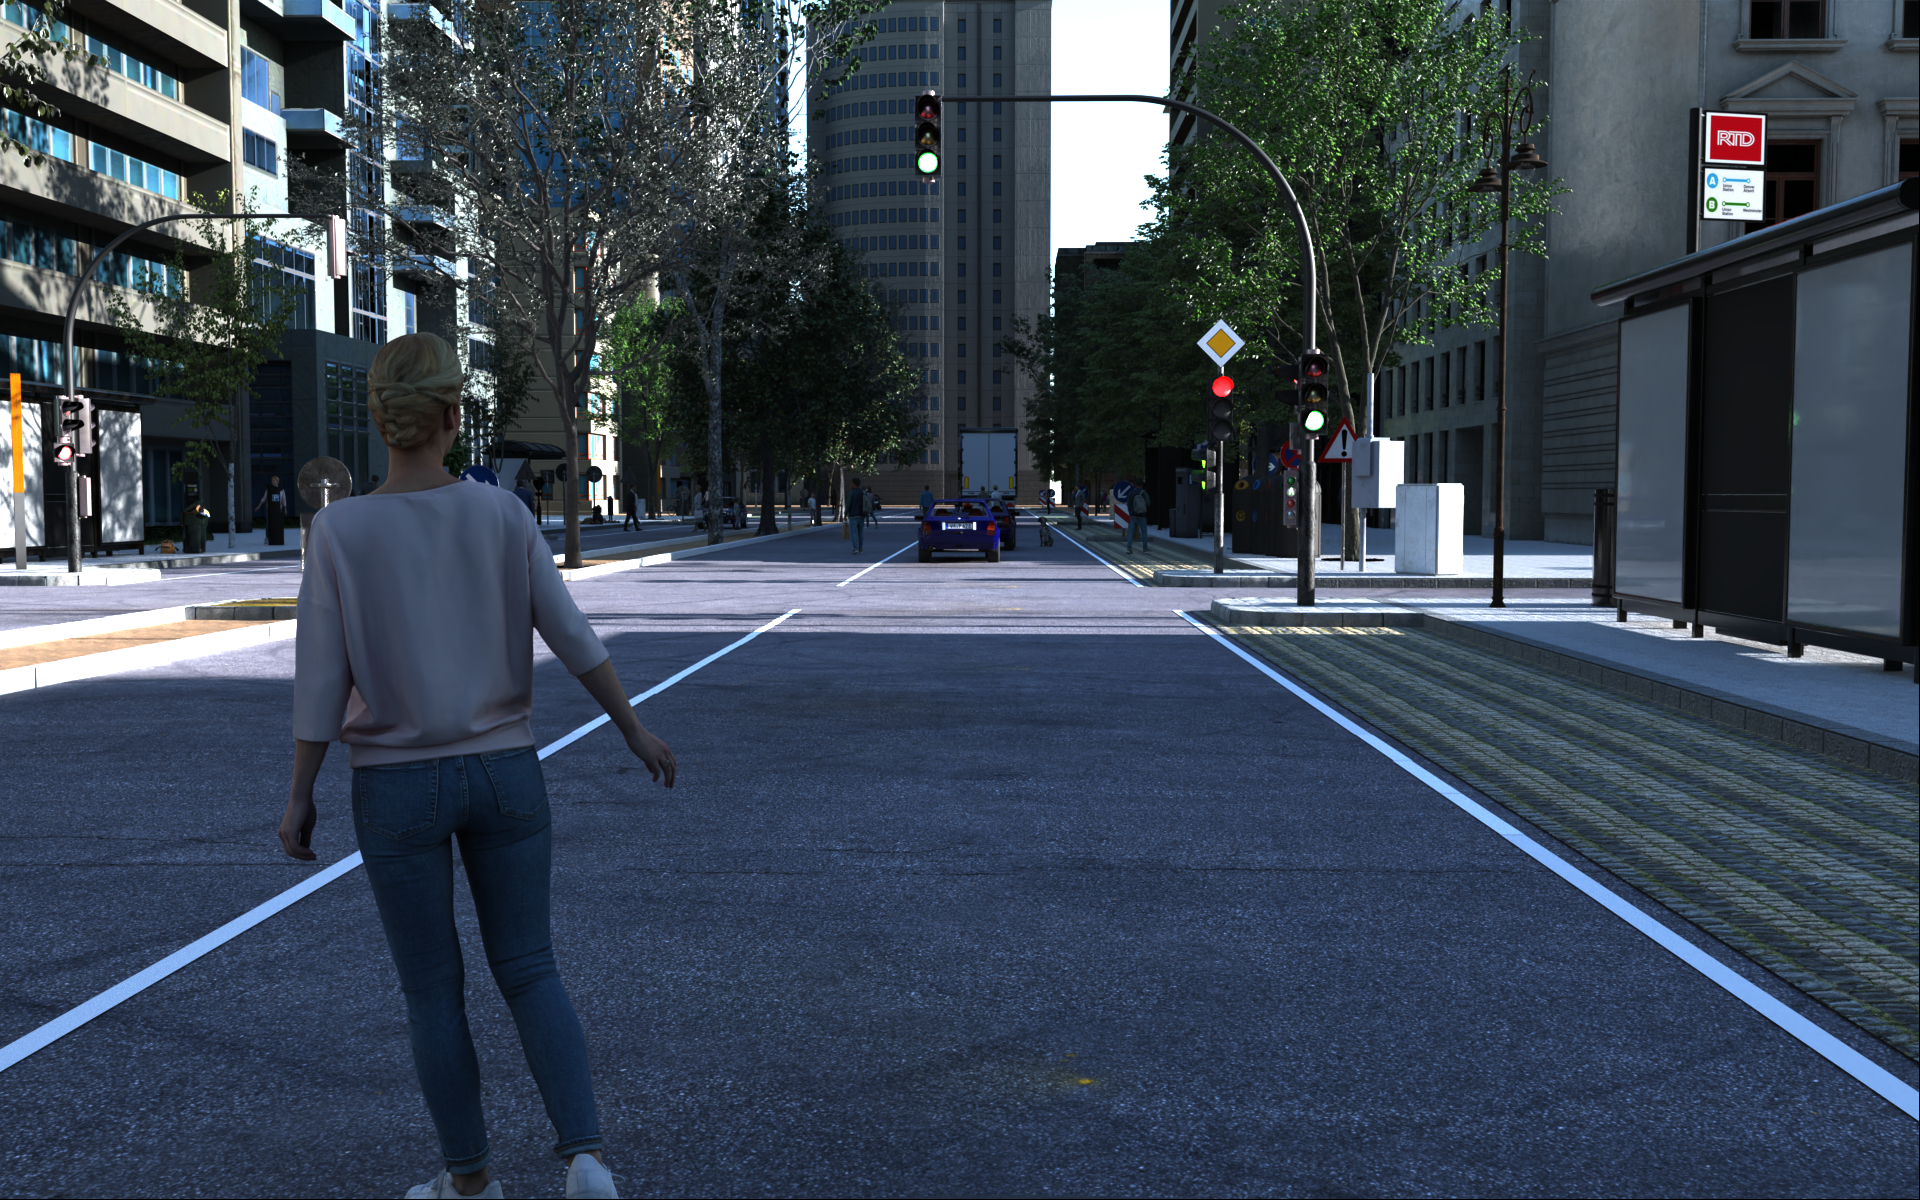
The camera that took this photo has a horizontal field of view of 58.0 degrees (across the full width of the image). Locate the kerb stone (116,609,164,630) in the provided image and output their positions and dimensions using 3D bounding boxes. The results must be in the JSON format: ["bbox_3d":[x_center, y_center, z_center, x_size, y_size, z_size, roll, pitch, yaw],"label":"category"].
[{"bbox_3d":[-8.852,0.225,18.532,0.120,0.150,1.000,0,4,1],"label":"kerb stone"}]

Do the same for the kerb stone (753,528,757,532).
[{"bbox_3d":[-7.738,-2.565,64.140,0.120,0.150,1.000,0,4,1],"label":"kerb stone"}]

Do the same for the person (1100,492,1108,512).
[{"bbox_3d":[10.283,-6.998,123.677,0.599,1.433,0.991,-2,4,-35],"label":"person"}]

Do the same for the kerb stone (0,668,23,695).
[{"bbox_3d":[-6.903,0.606,12.288,0.120,0.150,1.000,0,4,1],"label":"kerb stone"}]

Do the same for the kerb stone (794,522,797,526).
[{"bbox_3d":[-7.434,-3.316,76.417,0.120,0.150,1.000,0,4,1],"label":"kerb stone"}]

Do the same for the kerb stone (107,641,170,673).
[{"bbox_3d":[-6.860,0.481,14.332,0.120,0.150,1.000,0,4,1],"label":"kerb stone"}]

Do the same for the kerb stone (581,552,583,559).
[{"bbox_3d":[-8.394,-0.932,37.524,0.120,0.150,1.000,0,4,1],"label":"kerb stone"}]

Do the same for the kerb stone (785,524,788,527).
[{"bbox_3d":[-7.518,-3.129,73.347,0.120,0.150,1.000,0,4,1],"label":"kerb stone"}]

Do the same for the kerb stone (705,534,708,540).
[{"bbox_3d":[-7.986,-1.939,53.897,0.120,0.150,1.000,0,4,1],"label":"kerb stone"}]

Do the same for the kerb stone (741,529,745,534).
[{"bbox_3d":[-7.819,-2.376,61.069,0.120,0.150,1.000,0,4,1],"label":"kerb stone"}]

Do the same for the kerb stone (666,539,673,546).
[{"bbox_3d":[-8.138,-1.564,47.759,0.120,0.150,1.000,0,4,1],"label":"kerb stone"}]

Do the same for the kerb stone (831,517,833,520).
[{"bbox_3d":[-7.036,-4.319,92.815,0.120,0.150,1.000,0,4,1],"label":"kerb stone"}]

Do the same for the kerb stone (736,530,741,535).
[{"bbox_3d":[-7.831,-2.308,60.047,0.120,0.150,1.000,0,4,1],"label":"kerb stone"}]

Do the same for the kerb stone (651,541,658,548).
[{"bbox_3d":[-8.190,-1.438,45.715,0.120,0.150,1.000,0,4,1],"label":"kerb stone"}]

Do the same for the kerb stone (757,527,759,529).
[{"bbox_3d":[-7.711,-2.628,65.162,0.120,0.150,1.000,0,4,1],"label":"kerb stone"}]

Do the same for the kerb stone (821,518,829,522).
[{"bbox_3d":[-7.083,-4.194,90.768,0.120,0.150,1.000,0,4,1],"label":"kerb stone"}]

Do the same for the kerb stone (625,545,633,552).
[{"bbox_3d":[-8.271,-1.250,42.639,0.120,0.150,1.000,0,4,1],"label":"kerb stone"}]

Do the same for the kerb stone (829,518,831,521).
[{"bbox_3d":[-7.064,-4.255,91.790,0.120,0.150,1.000,0,4,1],"label":"kerb stone"}]

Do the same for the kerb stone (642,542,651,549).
[{"bbox_3d":[-8.212,-1.376,44.693,0.120,0.150,1.000,0,4,1],"label":"kerb stone"}]

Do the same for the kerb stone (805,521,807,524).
[{"bbox_3d":[-7.332,-3.566,80.532,0.120,0.150,1.000,0,4,1],"label":"kerb stone"}]

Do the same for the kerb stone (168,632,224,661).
[{"bbox_3d":[-6.832,0.418,15.353,0.120,0.150,1.000,0,4,1],"label":"kerb stone"}]

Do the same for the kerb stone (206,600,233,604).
[{"bbox_3d":[-8.806,0.102,20.575,0.120,0.150,1.000,0,4,1],"label":"kerb stone"}]

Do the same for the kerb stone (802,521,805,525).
[{"bbox_3d":[-7.356,-3.504,79.510,0.120,0.150,1.000,0,4,1],"label":"kerb stone"}]

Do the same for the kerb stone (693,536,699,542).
[{"bbox_3d":[-8.036,-1.814,51.851,0.120,0.150,1.000,0,4,1],"label":"kerb stone"}]

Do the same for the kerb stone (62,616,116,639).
[{"bbox_3d":[-8.877,0.295,17.511,0.120,0.150,1.000,0,4,1],"label":"kerb stone"}]

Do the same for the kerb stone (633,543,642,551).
[{"bbox_3d":[-8.237,-1.313,43.671,0.120,0.150,1.000,0,4,1],"label":"kerb stone"}]

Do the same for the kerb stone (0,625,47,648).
[{"bbox_3d":[-8.907,0.354,16.489,0.120,0.150,1.000,0,4,1],"label":"kerb stone"}]

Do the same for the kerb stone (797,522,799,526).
[{"bbox_3d":[-7.414,-3.379,77.446,0.120,0.150,1.000,0,4,1],"label":"kerb stone"}]

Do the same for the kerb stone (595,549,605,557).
[{"bbox_3d":[-8.339,-1.062,39.567,0.120,0.150,1.000,0,4,1],"label":"kerb stone"}]

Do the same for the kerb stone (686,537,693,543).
[{"bbox_3d":[-8.055,-1.751,50.829,0.120,0.150,1.000,0,4,1],"label":"kerb stone"}]

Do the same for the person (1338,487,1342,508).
[{"bbox_3d":[12.045,-2.898,53.611,0.721,1.800,0.419,-1,4,-9],"label":"person"}]

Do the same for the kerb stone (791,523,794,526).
[{"bbox_3d":[-7.464,-3.250,75.396,0.120,0.150,1.000,0,4,1],"label":"kerb stone"}]

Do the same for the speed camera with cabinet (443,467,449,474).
[{"bbox_3d":[-16.168,-3.686,54.607,2.038,3.252,0.660,3,5,44],"label":"speed camera with cabinet"}]

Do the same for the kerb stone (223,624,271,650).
[{"bbox_3d":[-6.809,0.356,16.380,0.120,0.150,1.000,0,4,1],"label":"kerb stone"}]

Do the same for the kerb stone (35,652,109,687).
[{"bbox_3d":[-6.878,0.543,13.310,0.120,0.150,1.000,0,4,1],"label":"kerb stone"}]

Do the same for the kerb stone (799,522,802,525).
[{"bbox_3d":[-7.388,-3.442,78.472,0.120,0.150,1.000,0,4,1],"label":"kerb stone"}]

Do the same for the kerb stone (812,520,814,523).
[{"bbox_3d":[-7.266,-3.756,83.599,0.120,0.150,1.000,0,4,1],"label":"kerb stone"}]

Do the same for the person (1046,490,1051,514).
[{"bbox_3d":[6.163,-6.896,121.936,0.721,1.739,1.217,1,4,9],"label":"person"}]

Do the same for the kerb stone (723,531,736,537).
[{"bbox_3d":[-7.860,-2.252,59.020,0.120,0.150,1.000,0,4,1],"label":"kerb stone"}]

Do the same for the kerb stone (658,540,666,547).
[{"bbox_3d":[-8.163,-1.498,46.737,0.120,0.150,1.000,0,4,1],"label":"kerb stone"}]

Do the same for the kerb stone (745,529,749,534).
[{"bbox_3d":[-7.790,-2.440,62.090,0.120,0.150,1.000,0,4,1],"label":"kerb stone"}]

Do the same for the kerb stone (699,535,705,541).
[{"bbox_3d":[-8.018,-1.874,52.876,0.120,0.150,1.000,0,4,1],"label":"kerb stone"}]

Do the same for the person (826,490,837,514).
[{"bbox_3d":[-8.960,-6.960,123.017,1.217,1.735,0.721,-2,4,-33],"label":"person"}]

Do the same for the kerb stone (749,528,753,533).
[{"bbox_3d":[-7.762,-2.503,63.113,0.120,0.150,1.000,0,4,1],"label":"kerb stone"}]

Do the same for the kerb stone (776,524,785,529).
[{"bbox_3d":[-7.535,-3.065,72.325,0.120,0.150,1.000,0,4,1],"label":"kerb stone"}]

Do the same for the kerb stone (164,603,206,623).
[{"bbox_3d":[-8.830,0.162,19.554,0.120,0.150,1.000,0,4,1],"label":"kerb stone"}]

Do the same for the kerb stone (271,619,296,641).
[{"bbox_3d":[-6.776,0.295,17.410,0.120,0.150,1.000,0,4,1],"label":"kerb stone"}]

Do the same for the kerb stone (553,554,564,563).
[{"bbox_3d":[-8.414,-0.874,36.495,0.120,0.150,1.000,0,4,1],"label":"kerb stone"}]

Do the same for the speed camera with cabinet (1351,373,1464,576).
[{"bbox_3d":[7.210,-2.055,27.940,0.660,3.252,2.038,-2,4,-28],"label":"speed camera with cabinet"}]

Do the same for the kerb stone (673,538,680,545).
[{"bbox_3d":[-8.120,-1.626,48.781,0.120,0.150,1.000,0,4,1],"label":"kerb stone"}]

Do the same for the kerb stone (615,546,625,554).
[{"bbox_3d":[-8.290,-1.184,41.617,0.120,0.150,1.000,0,4,1],"label":"kerb stone"}]

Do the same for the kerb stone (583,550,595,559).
[{"bbox_3d":[-8.365,-0.992,38.546,0.120,0.150,1.000,0,4,1],"label":"kerb stone"}]

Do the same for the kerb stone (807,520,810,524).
[{"bbox_3d":[-7.314,-3.630,81.555,0.120,0.150,1.000,0,4,1],"label":"kerb stone"}]

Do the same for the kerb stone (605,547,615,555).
[{"bbox_3d":[-8.317,-1.121,40.589,0.120,0.150,1.000,0,4,1],"label":"kerb stone"}]

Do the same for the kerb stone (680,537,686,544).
[{"bbox_3d":[-8.091,-1.689,49.803,0.120,0.150,1.000,0,4,1],"label":"kerb stone"}]

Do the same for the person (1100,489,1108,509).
[{"bbox_3d":[12.165,-8.626,147.807,1.217,1.736,0.721,2,4,30],"label":"person"}]
